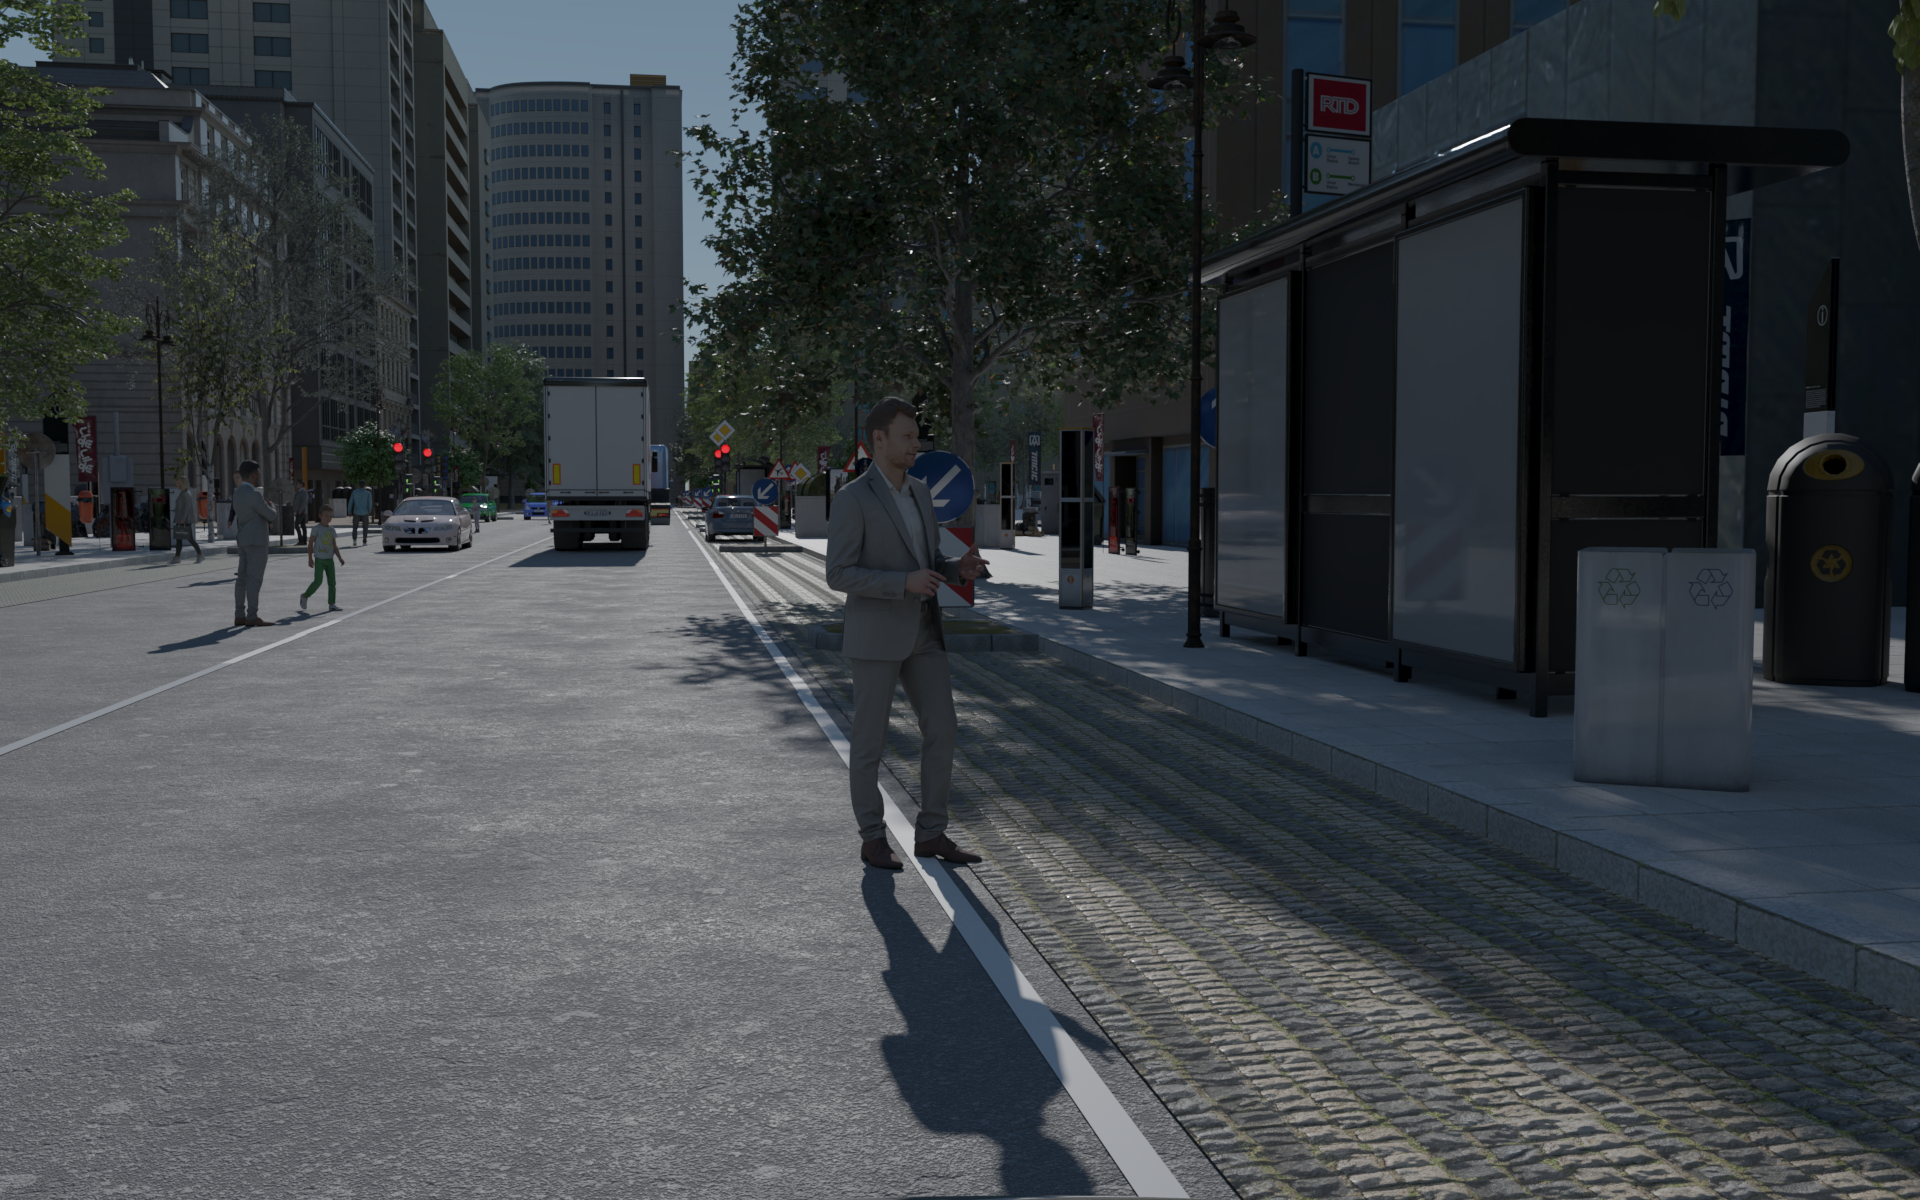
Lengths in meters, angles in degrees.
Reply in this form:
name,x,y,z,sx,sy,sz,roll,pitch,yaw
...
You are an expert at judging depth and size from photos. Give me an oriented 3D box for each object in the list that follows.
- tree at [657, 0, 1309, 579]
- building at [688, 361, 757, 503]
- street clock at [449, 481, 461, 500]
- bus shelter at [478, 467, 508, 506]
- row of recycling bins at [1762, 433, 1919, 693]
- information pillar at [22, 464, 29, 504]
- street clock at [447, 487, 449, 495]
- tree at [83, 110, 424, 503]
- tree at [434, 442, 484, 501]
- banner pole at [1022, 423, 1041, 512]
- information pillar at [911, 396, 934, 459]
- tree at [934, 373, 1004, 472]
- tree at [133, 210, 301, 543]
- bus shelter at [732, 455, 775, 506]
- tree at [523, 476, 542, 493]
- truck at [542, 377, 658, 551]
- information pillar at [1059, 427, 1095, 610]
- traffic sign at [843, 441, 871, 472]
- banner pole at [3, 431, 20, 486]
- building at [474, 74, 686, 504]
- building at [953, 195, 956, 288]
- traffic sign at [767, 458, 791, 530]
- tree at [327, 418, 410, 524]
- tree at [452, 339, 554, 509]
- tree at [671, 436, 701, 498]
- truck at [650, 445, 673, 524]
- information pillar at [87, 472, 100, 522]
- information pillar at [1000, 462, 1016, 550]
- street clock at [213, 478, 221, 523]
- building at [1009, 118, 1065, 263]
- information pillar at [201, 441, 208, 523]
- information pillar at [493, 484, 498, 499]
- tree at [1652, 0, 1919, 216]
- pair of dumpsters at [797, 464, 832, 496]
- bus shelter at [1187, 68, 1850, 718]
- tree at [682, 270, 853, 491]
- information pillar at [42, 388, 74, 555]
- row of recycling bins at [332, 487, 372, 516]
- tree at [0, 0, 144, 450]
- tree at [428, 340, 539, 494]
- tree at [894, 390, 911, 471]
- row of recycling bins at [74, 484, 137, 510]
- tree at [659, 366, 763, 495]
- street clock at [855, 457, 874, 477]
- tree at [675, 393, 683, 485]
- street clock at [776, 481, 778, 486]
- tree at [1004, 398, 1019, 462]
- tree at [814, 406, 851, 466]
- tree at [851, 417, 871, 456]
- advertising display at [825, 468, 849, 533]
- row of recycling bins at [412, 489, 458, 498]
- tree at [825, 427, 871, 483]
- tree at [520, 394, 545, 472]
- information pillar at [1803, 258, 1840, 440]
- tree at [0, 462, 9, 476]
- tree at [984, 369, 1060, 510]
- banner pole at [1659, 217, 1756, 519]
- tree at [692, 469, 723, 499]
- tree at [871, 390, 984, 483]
name,x,y,z,sx,sy,sz,roll,pitch,yaw
tree,0.110,-6.686,26.332,9.611,12.733,9.660,0,3,0
building,-25.118,-25.037,254.398,28.899,21.520,27.650,-1,4,-10
street clock,-27.821,-5.577,95.748,0.358,2.002,0.471,1,4,19
bus shelter,-36.004,-8.517,133.175,2.014,3.302,5.546,-1,4,-10
row of recycling bins,6.763,-0.226,10.805,1.069,1.692,3.534,-2,4,-35
information pillar,-39.256,-4.977,72.723,0.183,3.616,0.504,-3,5,-44
street clock,-39.870,-7.990,135.214,0.358,2.002,0.471,0,4,5
tree,-21.954,-8.837,54.862,12.009,13.543,11.850,0,3,0
tree,-31.551,-7.678,109.254,4.285,4.588,4.351,0,3,0
banner pole,2.474,-4.342,61.003,0.863,3.779,0.401,-1,4,-12
information pillar,-0.738,-2.655,34.756,0.504,3.616,0.183,-1,4,-21
tree,0.281,-13.782,143.465,7.486,12.596,7.792,0,3,0
tree,-19.784,-5.835,45.772,4.360,8.622,3.978,0,3,0
bus shelter,-10.769,-5.964,91.438,2.014,3.302,5.546,-1,4,-10
tree,-39.627,-10.105,159.818,1.663,3.219,1.824,0,3,0
truck,-9.689,-3.565,47.202,2.839,4.237,11.283,-1,4,-10
information pillar,1.295,-0.903,19.259,0.304,2.012,0.304,2,4,29
traffic sign,-2.419,-2.585,42.270,0.884,2.594,0.081,0,4,-4
banner pole,-37.941,-4.843,69.203,0.401,3.779,0.863,2,4,29
building,-53.375,-42.989,244.874,28.212,58.520,21.231,-1,4,-10
building,-2.066,-36.736,250.745,14.200,45.320,14.600,-1,4,-10
traffic sign,-6.498,-3.801,62.147,0.884,2.594,0.081,-1,4,-8
tree,-25.385,-5.552,74.492,4.285,4.588,4.351,0,3,0
tree,-37.394,-14.517,144.001,9.857,13.997,8.962,0,3,0
tree,-31.705,-16.816,209.346,8.767,10.594,7.601,3,5,40
truck,-16.240,-6.095,89.418,2.967,4.110,18.799,-1,4,-10
information pillar,-29.262,-3.303,58.498,0.304,2.012,0.304,3,5,45
information pillar,1.100,-2.170,39.976,0.304,2.012,0.304,1,4,15
street clock,-33.438,-4.490,77.975,0.358,2.002,0.471,-1,4,-21
building,14.987,-36.038,212.916,21.600,48.544,21.300,-1,4,-10
information pillar,-33.223,-5.188,76.182,0.183,3.616,0.504,0,4,-8
information pillar,-33.199,-7.311,124.020,0.304,2.012,0.304,0,4,3
tree,3.436,-3.396,5.893,4.737,8.622,4.395,0,3,0
pair of dumpsters,-4.606,-3.454,58.971,1.574,2.255,4.437,-1,4,-10
bus shelter,3.360,-2.231,14.107,2.179,5.291,8.768,-1,4,-10
tree,-8.454,-9.969,81.118,7.486,12.596,7.792,0,3,0
information pillar,-18.871,-2.744,36.214,0.504,3.616,0.183,-3,4,-36
row of recycling bins,-35.859,-5.819,102.255,3.534,1.692,1.069,3,4,37
tree,-17.879,-6.743,28.375,7.486,12.596,7.792,0,3,0
tree,-31.955,-11.657,116.346,9.928,11.665,9.643,0,3,0
tree,-3.690,-9.515,105.940,4.737,8.622,4.395,0,3,0
row of recycling bins,-35.250,-3.932,71.403,1.069,1.692,3.534,0,4,7
tree,-18.015,-13.682,134.063,12.009,13.543,11.850,0,3,0
street clock,-1.838,-1.823,34.381,0.471,2.002,0.358,0,4,4
tree,-14.082,-11.732,109.945,7.486,12.596,7.792,0,3,0
street clock,-9.138,-5.136,88.544,0.471,2.002,0.358,-1,4,-21
tree,4.850,-10.535,122.607,4.737,8.622,4.395,0,3,0
tree,-10.194,-11.638,140.650,4.360,8.622,3.978,0,3,0
tree,-5.285,-10.867,128.032,4.360,8.622,3.978,0,3,0
advertising display,-3.030,-2.302,42.844,0.123,1.923,0.974,2,4,25
row of recycling bins,-38.936,-7.447,128.864,3.534,1.692,1.069,-2,4,-27
tree,-3.129,-3.375,49.782,1.663,3.219,1.824,0,3,0
tree,-44.528,-17.024,188.718,12.009,13.543,11.850,0,3,0
information pillar,8.669,-1.597,17.474,0.183,3.616,0.504,0,4,0
tree,-31.233,-3.695,55.020,1.663,3.219,1.824,0,3,0
tree,3.823,-8.980,97.182,4.360,8.622,3.978,0,3,0
banner pole,5.988,-1.474,14.113,0.863,3.779,0.401,3,5,40
tree,-24.169,-11.236,167.415,4.285,4.588,4.351,0,3,0
tree,-1.771,-8.831,94.747,4.360,8.622,3.978,0,3,0
